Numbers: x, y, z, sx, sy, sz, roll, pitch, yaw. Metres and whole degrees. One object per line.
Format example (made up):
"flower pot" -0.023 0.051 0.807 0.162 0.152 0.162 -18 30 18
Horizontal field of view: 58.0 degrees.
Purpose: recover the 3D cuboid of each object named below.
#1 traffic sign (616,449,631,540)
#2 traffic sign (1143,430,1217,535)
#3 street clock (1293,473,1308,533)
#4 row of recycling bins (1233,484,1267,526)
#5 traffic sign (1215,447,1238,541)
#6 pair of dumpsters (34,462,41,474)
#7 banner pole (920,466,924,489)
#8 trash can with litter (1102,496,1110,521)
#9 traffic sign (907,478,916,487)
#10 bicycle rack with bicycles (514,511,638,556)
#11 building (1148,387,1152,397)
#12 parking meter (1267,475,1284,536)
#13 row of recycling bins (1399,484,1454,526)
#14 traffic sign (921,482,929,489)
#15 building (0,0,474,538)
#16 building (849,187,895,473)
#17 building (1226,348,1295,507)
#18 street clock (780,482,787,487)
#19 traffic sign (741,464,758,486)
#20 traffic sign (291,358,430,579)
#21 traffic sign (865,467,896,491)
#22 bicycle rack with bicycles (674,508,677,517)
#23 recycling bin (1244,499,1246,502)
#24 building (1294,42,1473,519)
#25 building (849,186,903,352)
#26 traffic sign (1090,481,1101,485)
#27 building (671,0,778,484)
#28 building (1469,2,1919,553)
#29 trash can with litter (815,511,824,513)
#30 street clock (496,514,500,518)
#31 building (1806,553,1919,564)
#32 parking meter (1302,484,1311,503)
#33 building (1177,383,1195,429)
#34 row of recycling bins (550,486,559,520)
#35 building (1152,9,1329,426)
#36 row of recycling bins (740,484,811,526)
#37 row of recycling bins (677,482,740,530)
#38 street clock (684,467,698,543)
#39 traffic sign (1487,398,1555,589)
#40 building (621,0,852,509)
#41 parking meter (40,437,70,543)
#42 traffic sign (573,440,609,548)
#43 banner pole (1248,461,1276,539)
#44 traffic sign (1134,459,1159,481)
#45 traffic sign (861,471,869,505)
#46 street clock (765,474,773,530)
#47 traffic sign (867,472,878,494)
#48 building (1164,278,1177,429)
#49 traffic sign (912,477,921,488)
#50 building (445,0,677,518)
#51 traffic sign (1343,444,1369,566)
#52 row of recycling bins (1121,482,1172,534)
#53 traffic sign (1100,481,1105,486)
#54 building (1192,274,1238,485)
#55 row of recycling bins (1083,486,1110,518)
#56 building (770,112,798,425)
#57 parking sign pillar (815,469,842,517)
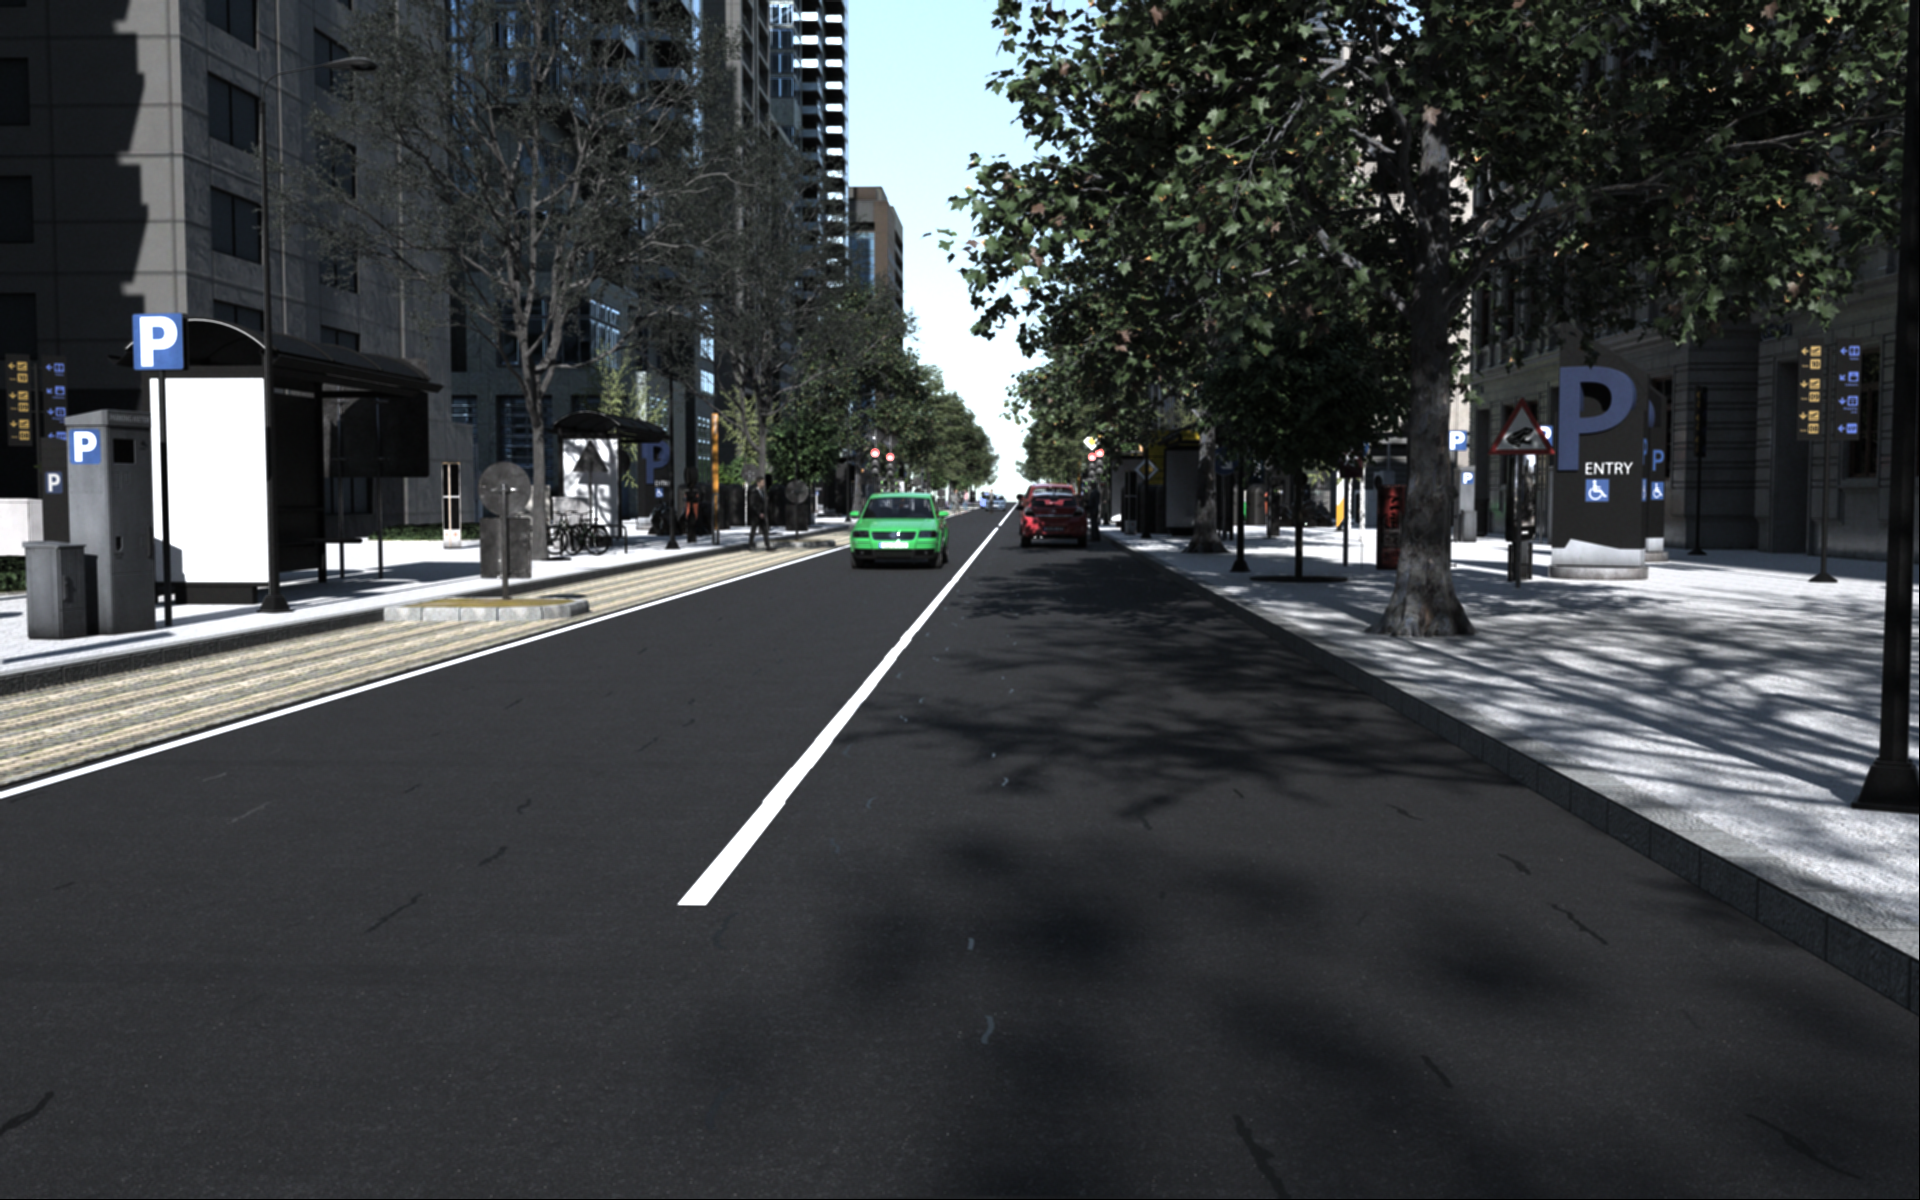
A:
"traffic sign" -9.504 -2.928 47.982 0.768 2.556 0.104 0 4 6
"traffic sign" 6.824 -3.669 53.853 2.265 3.308 0.079 0 4 6
"street clock" 11.126 -3.187 56.684 0.471 2.002 0.358 0 4 6
"row of recycling bins" 10.756 -3.896 70.814 3.534 1.692 1.069 1 4 10
"traffic sign" 7.173 -2.871 47.055 0.768 2.556 0.104 0 4 4
"pair of dumpsters" -10.614 -1.278 23.385 1.574 2.255 4.437 0 4 2
"banner pole" -3.066 -9.134 139.363 0.401 3.779 0.863 -2 4 -24
"trash can with litter" 7.233 -4.315 81.935 1.055 1.170 0.624 1 4 14
"traffic sign" -3.689 -7.736 126.492 0.884 2.594 0.081 0 4 6
"bicycle rack with bicycles" -8.402 -1.445 37.015 2.925 0.926 2.852 3 4 39
"building" 32.251 -36.073 273.389 14.154 41.232 14.086 0 4 2
"parking meter" 9.536 -2.872 52.672 0.255 1.863 0.399 -1 4 -22
"row of recycling bins" 19.110 -3.817 69.516 3.534 1.692 1.069 2 4 24
"traffic sign" -2.857 -8.540 141.759 0.606 2.300 0.079 1 4 8
"building" -27.793 -37.361 49.101 20.611 71.187 20.563 0 4 2
"building" -16.993 -37.098 256.660 14.600 45.320 14.200 0 4 2
"building" 26.258 -19.824 117.635 14.314 27.812 24.014 0 4 2
"street clock" -8.406 -4.834 83.613 0.471 2.002 0.358 1 4 13
"traffic sign" -8.836 -4.446 72.802 0.768 2.556 0.104 1 4 9
"traffic sign" -9.073 -1.975 26.162 2.265 3.308 0.079 1 4 12
"traffic sign" -5.681 -7.953 123.911 2.265 3.308 0.079 1 4 11
"bicycle rack with bicycles" -10.794 -3.193 65.593 2.925 0.926 2.852 -1 4 -19
"recycling bin" 15.461 -4.877 92.293 0.722 1.027 0.722 -3 5 -43
"building" 29.402 -16.937 94.949 19.932 24.808 12.078 0 4 2
"building" -20.351 -39.848 275.220 21.300 48.544 21.600 0 4 2
"traffic sign" 7.870 -6.231 101.879 0.884 2.594 0.081 0 4 5
"building" -23.843 -42.844 138.753 20.563 71.187 20.611 0 4 2
"building" 22.151 -13.020 49.037 11.583 22.565 21.152 0 4 2
"trash can with litter" -10.395 -6.691 120.463 1.678 1.210 2.233 -3 5 -42
"street clock" -15.692 -3.330 59.021 0.471 2.002 0.358 -3 4 -38
"building" 22.322 -11.728 27.904 11.583 22.565 21.152 0 4 2
"parking meter" 17.800 -5.091 88.950 0.399 1.863 0.255 1 4 19
"building" 28.074 -24.303 169.056 14.160 30.474 14.107 0 4 2
"row of recycling bins" -20.955 -4.748 84.734 3.534 1.692 1.069 -2 4 -35
"building" 33.205 -40.479 203.832 21.231 58.520 28.212 0 4 2
"row of recycling bins" -7.708 -3.812 69.435 3.534 1.692 1.069 -1 4 -23
"row of recycling bins" -9.021 -3.316 61.329 1.069 1.692 3.534 1 4 14
"street clock" -7.082 -2.514 45.668 0.358 2.002 0.471 -2 4 -29
"traffic sign" 7.577 -1.434 23.442 0.884 2.594 0.081 0 4 7
"building" -22.858 -53.887 193.729 22.319 86.520 31.000 0 4 2
"parking meter" -9.229 -0.745 17.885 0.399 1.863 0.255 1 4 18
"traffic sign" -8.854 -2.538 41.506 0.884 2.594 0.081 0 4 5
"banner pole" 8.728 -3.669 50.008 0.863 3.779 0.401 2 4 27
"traffic sign" 5.777 -3.212 53.709 0.795 2.450 0.064 0 4 3
"traffic sign" -5.340 -5.969 97.695 0.768 2.556 0.104 0 4 5
"street clock" -6.881 -3.484 61.533 0.358 2.002 0.471 2 4 30
"traffic sign" -4.850 -5.941 97.235 0.768 2.556 0.104 0 4 5
"building" 29.093 -32.574 182.702 14.600 45.320 14.200 0 4 2
"traffic sign" -3.267 -7.905 129.349 0.768 2.556 0.104 0 4 7
"building" -27.058 -48.438 104.639 22.319 86.520 31.000 0 4 2
"traffic sign" 6.839 -1.868 30.654 0.768 2.556 0.104 0 4 7
"row of recycling bins" 6.264 -3.053 57.037 1.069 1.692 3.534 -1 4 -18
"traffic sign" 8.410 -6.256 102.387 0.768 2.556 0.104 1 4 8
"building" 26.295 -18.350 141.820 13.314 21.916 24.055 0 4 2
"row of recycling bins" 7.814 -5.212 92.329 1.069 1.692 3.534 -2 4 -35
"building" -28.991 -29.112 167.863 32.217 40.220 23.993 0 4 2
"parking sign pillar" -7.311 -6.631 96.895 1.447 3.967 1.447 -1 4 -16
